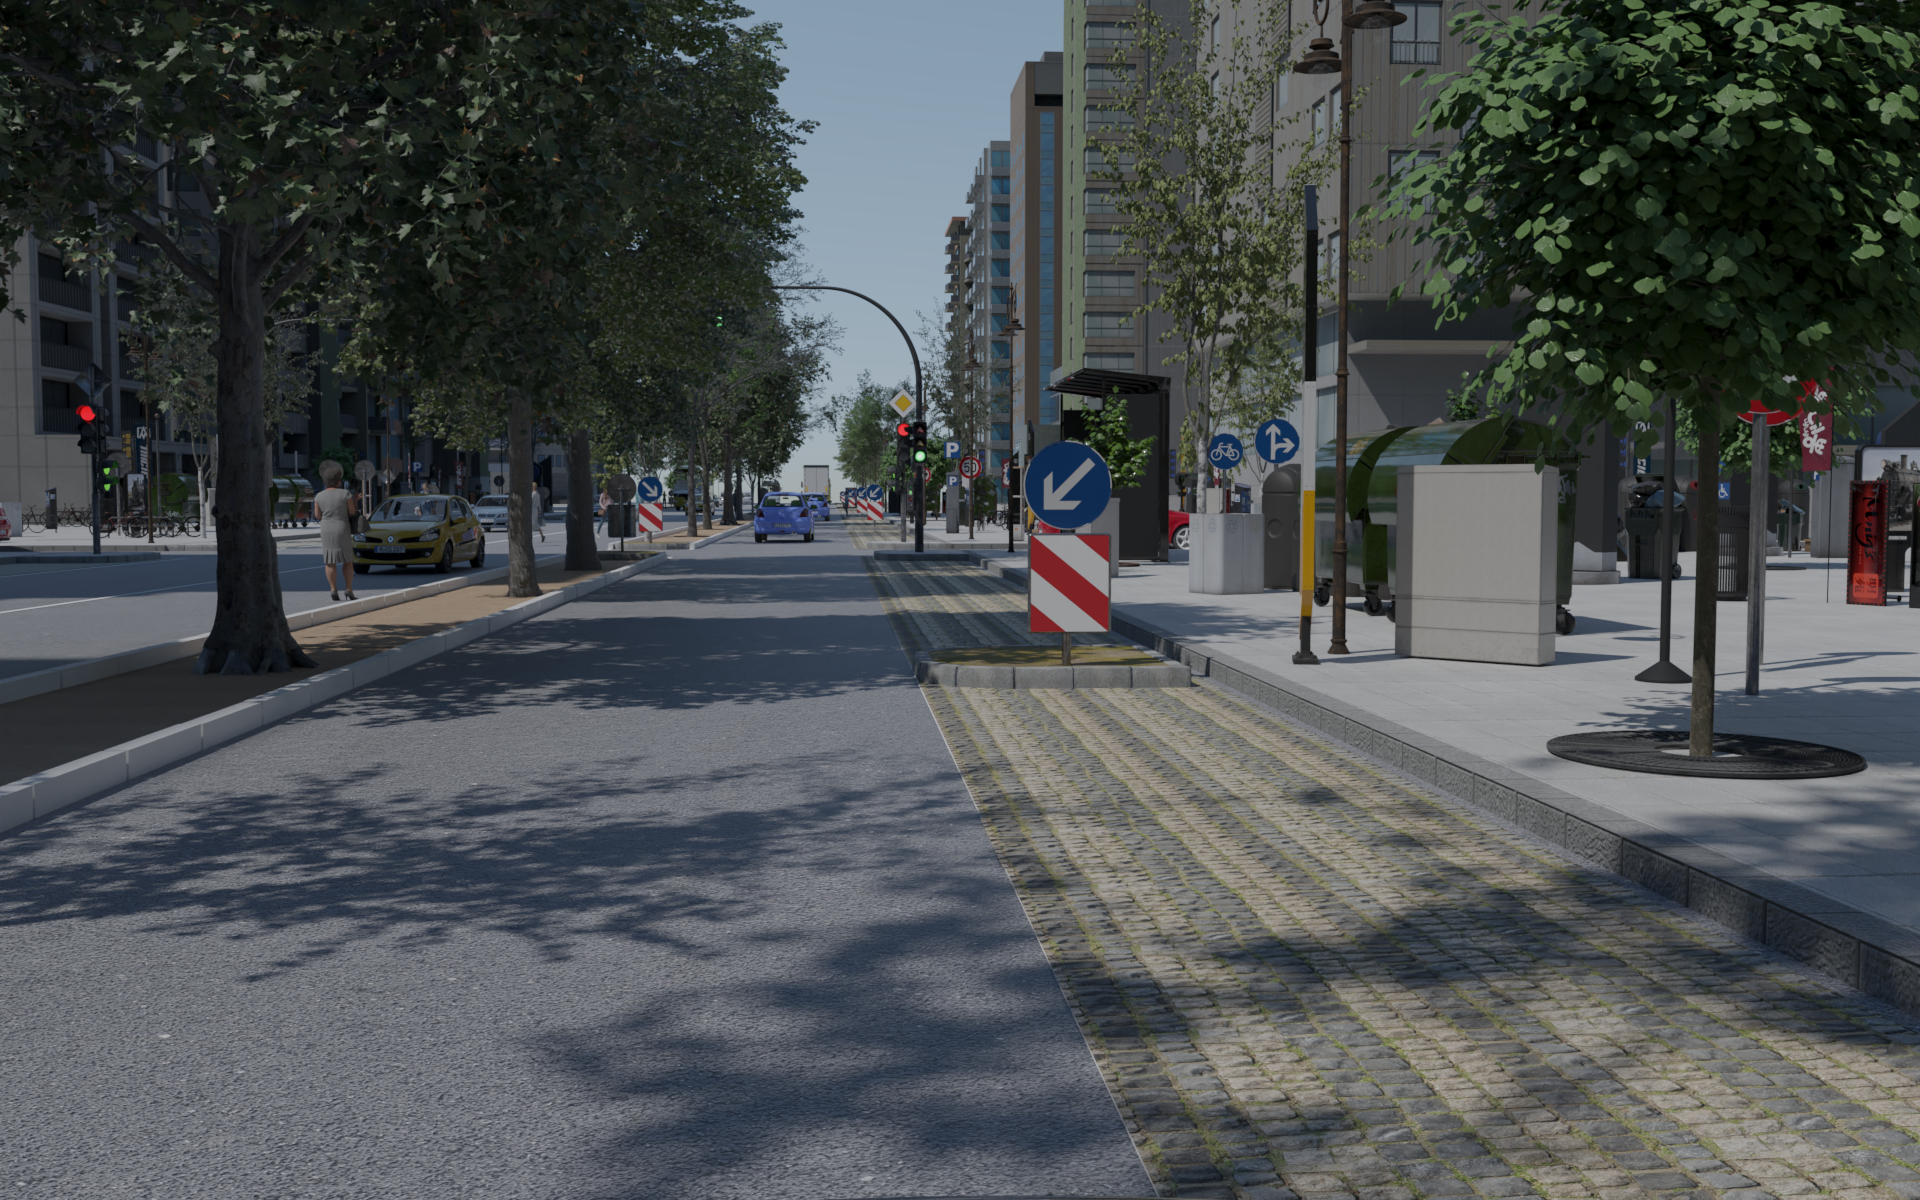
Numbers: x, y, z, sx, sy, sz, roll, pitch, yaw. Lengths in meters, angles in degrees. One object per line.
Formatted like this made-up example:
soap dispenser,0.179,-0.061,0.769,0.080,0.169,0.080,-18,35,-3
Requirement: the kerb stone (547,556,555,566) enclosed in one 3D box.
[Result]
kerb stone,-8.279,-0.759,34.608,0.120,0.150,1.000,0,4,-4

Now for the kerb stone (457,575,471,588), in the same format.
kerb stone,-7.668,-0.259,26.443,0.120,0.150,1.000,0,4,-4

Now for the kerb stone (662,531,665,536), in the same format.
kerb stone,-10.002,-2.162,57.583,0.120,0.150,1.000,0,4,-4

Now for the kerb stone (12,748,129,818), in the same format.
kerb stone,-4.186,0.859,8.147,0.120,0.150,1.000,0,4,-4

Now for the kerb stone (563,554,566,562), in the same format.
kerb stone,-8.433,-0.883,36.654,0.120,0.150,1.000,0,4,-4

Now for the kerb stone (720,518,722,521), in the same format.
kerb stone,-12.232,-3.979,87.259,0.120,0.150,1.000,0,4,-4

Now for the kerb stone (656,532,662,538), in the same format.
kerb stone,-9.935,-2.102,56.562,0.120,0.150,1.000,0,4,-4

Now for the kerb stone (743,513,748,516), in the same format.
kerb stone,-14.528,-5.857,117.950,0.120,0.150,1.000,0,4,-4

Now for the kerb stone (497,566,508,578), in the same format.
kerb stone,-7.898,-0.446,29.504,0.120,0.150,1.000,0,4,-4

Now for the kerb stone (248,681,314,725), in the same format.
kerb stone,-4.414,0.671,11.221,0.120,0.150,1.000,0,4,-4

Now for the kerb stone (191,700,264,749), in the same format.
kerb stone,-4.337,0.738,10.197,0.120,0.150,1.000,0,4,-4

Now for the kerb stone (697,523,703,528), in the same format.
kerb stone,-11.386,-3.290,76.003,0.120,0.150,1.000,0,4,-4

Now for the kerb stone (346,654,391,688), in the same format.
kerb stone,-4.567,0.551,13.268,0.120,0.150,1.000,0,4,-4

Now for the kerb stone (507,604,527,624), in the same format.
kerb stone,-5.031,0.176,19.411,0.120,0.150,1.000,0,4,-4

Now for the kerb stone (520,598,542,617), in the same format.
kerb stone,-5.106,0.109,20.431,0.120,0.150,1.000,0,4,-4

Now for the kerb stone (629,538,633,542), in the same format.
kerb stone,-9.319,-1.602,48.387,0.120,0.150,1.000,0,4,-4

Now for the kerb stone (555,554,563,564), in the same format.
kerb stone,-8.352,-0.820,35.628,0.120,0.150,1.000,0,4,-4

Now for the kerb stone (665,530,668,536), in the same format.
kerb stone,-10.081,-2.227,58.607,0.120,0.150,1.000,0,4,-4

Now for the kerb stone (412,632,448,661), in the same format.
kerb stone,-4.726,0.421,15.312,0.120,0.150,1.000,0,4,-4

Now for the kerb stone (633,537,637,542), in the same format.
kerb stone,-9.393,-1.658,49.418,0.120,0.150,1.000,0,4,-4

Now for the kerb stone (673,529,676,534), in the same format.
kerb stone,-10.312,-2.408,61.673,0.120,0.150,1.000,0,4,-4

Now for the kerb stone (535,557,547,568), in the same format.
kerb stone,-8.193,-0.697,33.587,0.120,0.150,1.000,0,4,-4

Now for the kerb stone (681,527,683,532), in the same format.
kerb stone,-10.541,-2.601,64.729,0.120,0.150,1.000,0,4,-4

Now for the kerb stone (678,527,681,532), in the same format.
kerb stone,-10.456,-2.539,63.711,0.120,0.150,1.000,0,4,-4

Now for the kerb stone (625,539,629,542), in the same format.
kerb stone,-9.231,-1.539,47.366,0.120,0.150,1.000,0,4,-4

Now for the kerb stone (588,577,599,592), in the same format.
kerb stone,-5.492,-0.203,25.555,0.120,0.150,1.000,0,4,-4

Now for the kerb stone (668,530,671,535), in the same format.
kerb stone,-10.156,-2.289,59.626,0.120,0.150,1.000,0,4,-4

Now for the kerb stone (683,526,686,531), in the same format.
kerb stone,-10.619,-2.664,65.755,0.120,0.150,1.000,0,4,-4

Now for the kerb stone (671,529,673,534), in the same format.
kerb stone,-10.231,-2.352,60.653,0.120,0.150,1.000,0,4,-4

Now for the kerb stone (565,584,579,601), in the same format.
kerb stone,-5.339,-0.080,23.509,0.120,0.150,1.000,0,4,-4

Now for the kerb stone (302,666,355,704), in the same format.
kerb stone,-4.493,0.609,12.241,0.120,0.150,1.000,0,4,-4

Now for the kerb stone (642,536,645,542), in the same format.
kerb stone,-9.537,-1.788,51.459,0.120,0.150,1.000,0,4,-4

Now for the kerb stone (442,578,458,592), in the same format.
kerb stone,-7.582,-0.197,25.422,0.120,0.150,1.000,0,4,-4

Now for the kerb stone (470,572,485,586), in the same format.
kerb stone,-7.736,-0.322,27.465,0.120,0.150,1.000,0,4,-4

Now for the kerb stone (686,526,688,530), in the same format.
kerb stone,-10.697,-2.727,66.774,0.120,0.150,1.000,0,4,-4

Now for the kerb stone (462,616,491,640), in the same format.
kerb stone,-4.886,0.296,17.356,0.120,0.150,1.000,0,4,-4

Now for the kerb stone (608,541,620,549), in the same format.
kerb stone,-9.084,-1.415,45.327,0.120,0.150,1.000,0,4,-4

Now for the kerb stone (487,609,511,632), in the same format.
kerb stone,-4.951,0.236,18.392,0.120,0.150,1.000,0,4,-4

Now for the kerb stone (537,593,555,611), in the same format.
kerb stone,-5.186,0.045,21.462,0.120,0.150,1.000,0,4,-4

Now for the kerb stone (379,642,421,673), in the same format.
kerb stone,-4.644,0.485,14.287,0.120,0.150,1.000,0,4,-4

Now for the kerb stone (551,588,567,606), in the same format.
kerb stone,-5.269,-0.018,22.487,0.120,0.150,1.000,0,4,-4

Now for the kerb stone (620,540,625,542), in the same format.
kerb stone,-9.158,-1.477,46.347,0.120,0.150,1.000,0,4,-4

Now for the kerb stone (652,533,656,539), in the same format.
kerb stone,-9.774,-1.974,54.520,0.120,0.150,1.000,0,4,-4

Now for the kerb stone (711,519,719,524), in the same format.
kerb stone,-12.083,-3.852,85.221,0.120,0.150,1.000,0,4,-4

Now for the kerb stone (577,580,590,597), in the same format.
kerb stone,-5.405,-0.143,24.530,0.120,0.150,1.000,0,4,-4

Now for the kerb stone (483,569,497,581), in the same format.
kerb stone,-7.821,-0.385,28.484,0.120,0.150,1.000,0,4,-4

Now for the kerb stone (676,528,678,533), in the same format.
kerb stone,-10.387,-2.477,62.691,0.120,0.150,1.000,0,4,-4

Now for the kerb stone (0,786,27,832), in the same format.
kerb stone,-4.107,0.922,7.128,0.120,0.150,1.000,0,4,-4

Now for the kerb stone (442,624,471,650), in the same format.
kerb stone,-4.799,0.363,16.337,0.120,0.150,1.000,0,4,-4

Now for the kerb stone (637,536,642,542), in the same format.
kerb stone,-9.464,-1.725,50.437,0.120,0.150,1.000,0,4,-4

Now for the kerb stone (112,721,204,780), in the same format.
kerb stone,-4.261,0.797,9.170,0.120,0.150,1.000,0,4,-4

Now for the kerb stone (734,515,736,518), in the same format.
kerb stone,-13.690,-5.167,106.700,0.120,0.150,1.000,0,4,-4
